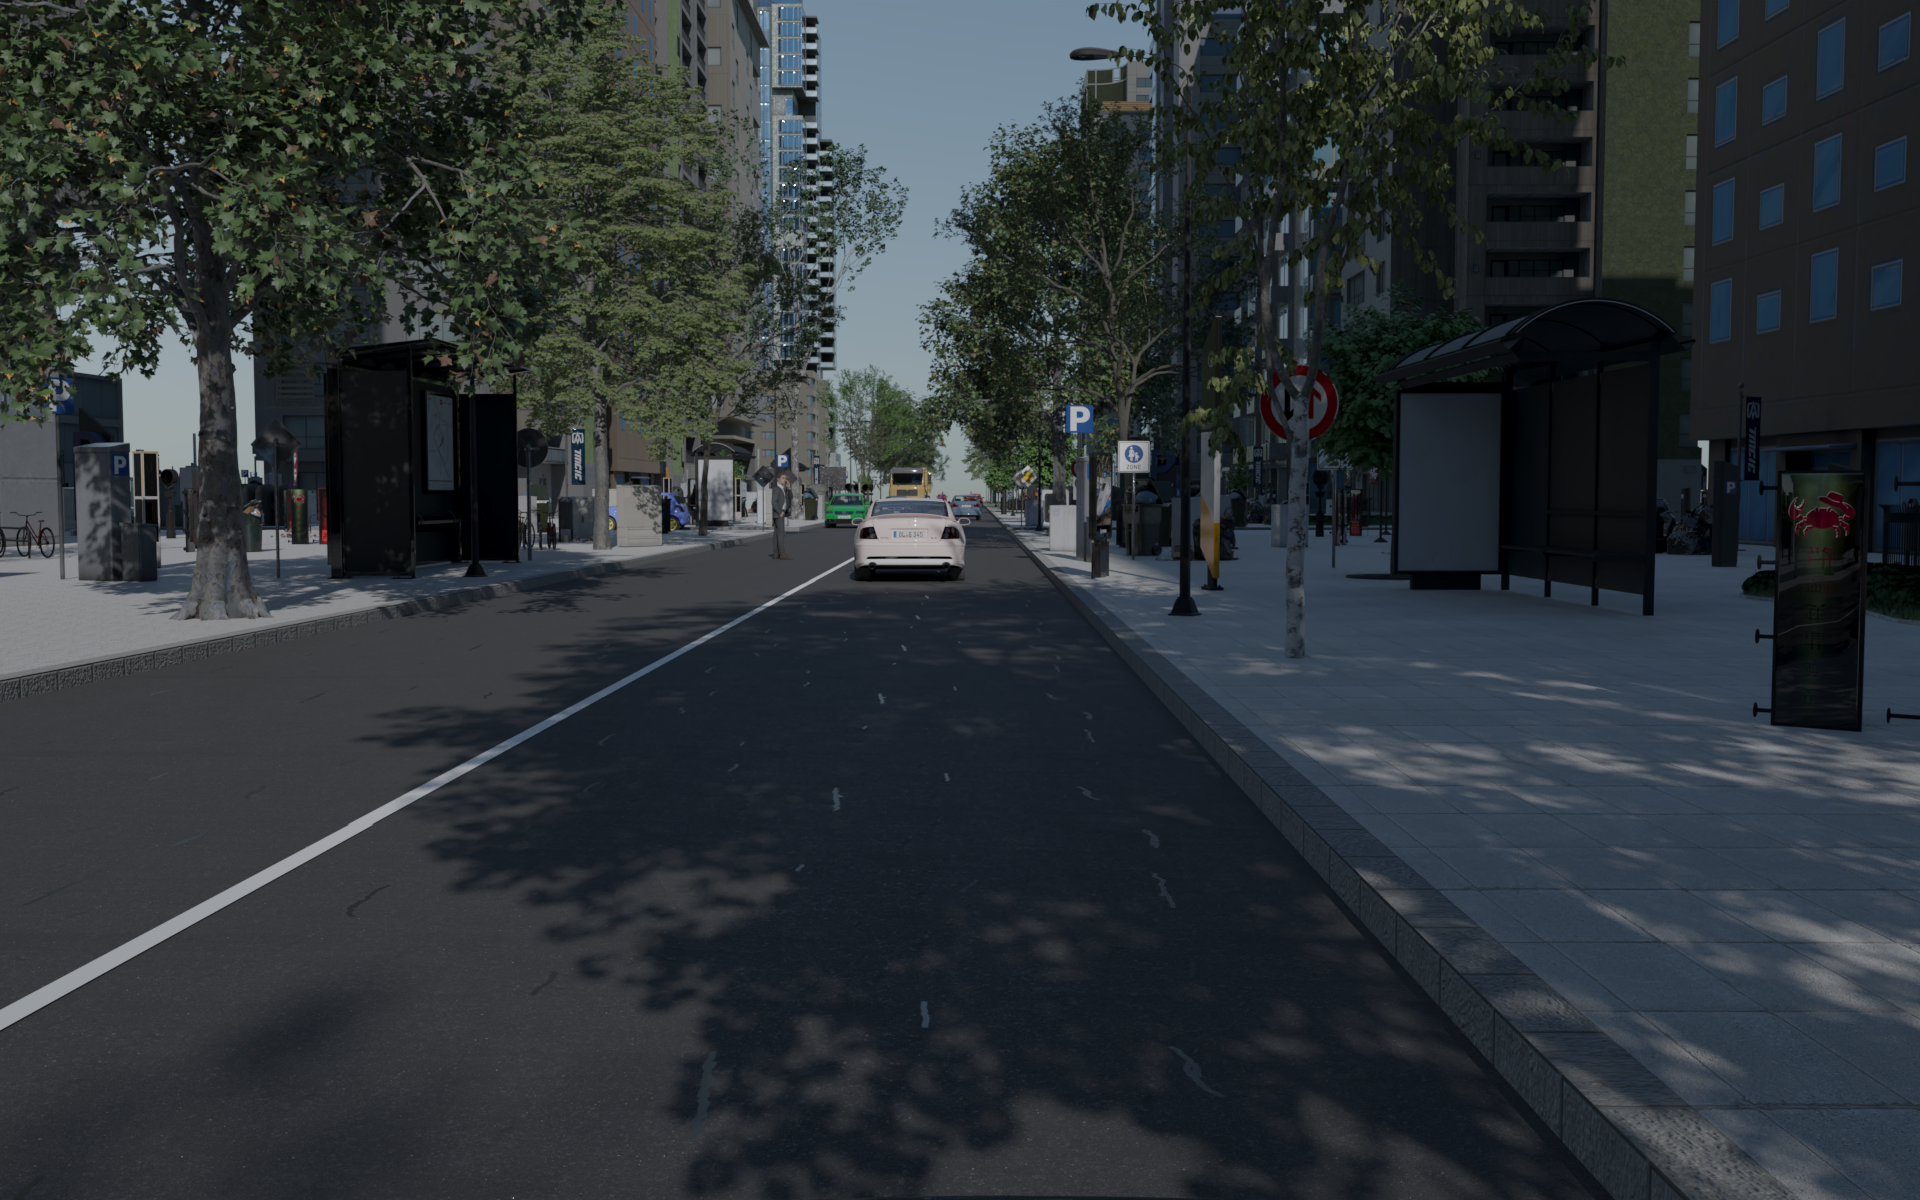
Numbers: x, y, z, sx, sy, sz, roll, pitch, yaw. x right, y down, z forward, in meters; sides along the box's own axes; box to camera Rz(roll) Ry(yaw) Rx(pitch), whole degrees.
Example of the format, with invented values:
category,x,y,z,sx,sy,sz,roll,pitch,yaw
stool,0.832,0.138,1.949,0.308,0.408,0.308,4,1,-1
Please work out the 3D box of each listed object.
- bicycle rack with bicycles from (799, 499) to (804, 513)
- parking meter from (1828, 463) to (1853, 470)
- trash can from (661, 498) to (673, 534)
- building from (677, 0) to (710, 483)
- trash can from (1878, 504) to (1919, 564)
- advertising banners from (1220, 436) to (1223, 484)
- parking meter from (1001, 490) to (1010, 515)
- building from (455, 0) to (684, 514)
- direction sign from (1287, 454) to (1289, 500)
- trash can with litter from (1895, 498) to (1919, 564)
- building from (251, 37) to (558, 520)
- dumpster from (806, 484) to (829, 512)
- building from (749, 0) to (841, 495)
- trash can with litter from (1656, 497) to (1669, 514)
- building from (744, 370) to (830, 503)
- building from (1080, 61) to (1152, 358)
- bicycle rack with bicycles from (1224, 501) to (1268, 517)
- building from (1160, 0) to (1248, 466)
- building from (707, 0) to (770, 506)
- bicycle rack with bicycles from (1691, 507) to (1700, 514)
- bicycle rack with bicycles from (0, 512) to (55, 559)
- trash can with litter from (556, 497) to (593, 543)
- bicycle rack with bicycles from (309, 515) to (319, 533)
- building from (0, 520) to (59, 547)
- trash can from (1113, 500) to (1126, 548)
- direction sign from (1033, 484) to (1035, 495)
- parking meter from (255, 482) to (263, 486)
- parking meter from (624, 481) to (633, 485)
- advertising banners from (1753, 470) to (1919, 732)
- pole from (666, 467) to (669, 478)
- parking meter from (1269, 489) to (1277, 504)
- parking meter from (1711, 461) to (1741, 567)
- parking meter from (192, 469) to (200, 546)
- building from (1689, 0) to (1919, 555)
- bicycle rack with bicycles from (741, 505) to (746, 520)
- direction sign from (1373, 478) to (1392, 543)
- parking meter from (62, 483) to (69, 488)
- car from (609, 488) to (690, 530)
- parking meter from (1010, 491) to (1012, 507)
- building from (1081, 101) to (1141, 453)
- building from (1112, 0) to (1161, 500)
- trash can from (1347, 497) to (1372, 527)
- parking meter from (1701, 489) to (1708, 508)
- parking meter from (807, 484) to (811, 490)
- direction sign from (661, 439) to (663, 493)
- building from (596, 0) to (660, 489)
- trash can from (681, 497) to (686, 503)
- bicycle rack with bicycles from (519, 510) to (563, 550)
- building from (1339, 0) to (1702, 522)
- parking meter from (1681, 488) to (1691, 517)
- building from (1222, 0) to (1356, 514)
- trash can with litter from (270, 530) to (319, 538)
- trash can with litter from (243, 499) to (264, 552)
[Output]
category,x,y,z,sx,sy,sz,roll,pitch,yaw
bicycle rack with bicycles,-11.198,-7.781,140.599,2.852,0.926,2.925,2,4,26
parking meter,16.536,-1.642,32.557,0.255,1.863,0.399,-2,4,-30
trash can,-9.671,-2.717,56.079,0.748,1.137,0.748,0,3,0
building,-30.919,-43.716,153.001,20.563,71.187,20.611,0,4,0
trash can,13.092,-0.751,23.940,0.748,1.137,0.748,0,3,0
advertising banners,6.606,-3.033,45.775,0.090,3.025,2.074,2,4,29
parking meter,2.747,-6.115,108.394,0.372,1.533,0.369,0,3,0
building,-29.584,-27.497,133.177,14.154,41.232,14.086,0,4,0
direction sign,18.525,-6.477,97.900,0.379,3.537,0.876,1,4,13
trash can with litter,15.892,-1.090,28.883,1.678,1.210,2.233,1,4,15
building,-26.974,-24.793,88.953,14.154,41.232,14.086,0,4,0
dumpster,-7.982,-5.562,96.692,1.264,1.857,1.865,0,4,0
building,-30.508,-59.447,284.636,22.319,86.520,31.000,0,4,0
trash can with litter,23.901,-2.904,58.871,0.624,1.170,1.055,0,4,4
building,-34.230,-25.173,256.620,27.650,21.520,28.899,0,4,0
building,28.828,-52.162,291.104,20.563,71.187,20.611,0,4,0
bicycle rack with bicycles,14.135,-4.356,84.608,2.925,0.926,2.852,3,5,40
building,28.876,-37.722,158.755,21.231,58.520,28.212,0,4,0
building,-35.082,-36.007,177.951,28.713,52.752,27.495,0,4,0
bicycle rack with bicycles,31.556,-3.495,70.518,2.852,0.926,2.925,-1,4,-21
bicycle rack with bicycles,-19.787,-1.297,34.586,2.925,0.926,2.852,3,5,43
trash can with litter,-10.305,-2.183,46.754,1.678,1.210,2.233,2,4,27
bicycle rack with bicycles,-19.874,-2.637,56.503,2.925,0.926,2.852,3,4,38
building,-35.391,-27.081,32.006,27.495,52.752,28.713,0,4,0
trash can,4.045,-1.827,41.522,0.748,1.137,0.748,0,3,0
direction sign,4.532,-6.979,106.105,0.876,3.537,0.379,-2,4,-33
parking meter,-34.327,-4.844,84.917,0.255,1.863,0.399,2,4,27
parking meter,-15.045,-4.455,78.555,0.399,1.863,0.255,0,4,3
advertising banners,5.258,-0.780,8.948,2.074,3.025,0.090,3,4,38
pole,-22.361,-8.472,132.353,0.158,3.312,0.155,0,3,0
parking meter,16.346,-5.017,90.440,0.372,1.533,0.369,0,3,0
parking meter,13.490,-1.516,30.493,0.399,1.863,0.255,-1,4,-12
parking meter,-17.798,-2.141,40.716,0.255,1.863,0.399,3,4,38
building,26.321,-23.717,37.885,14.600,45.320,14.200,0,4,0
bicycle rack with bicycles,-10.027,-4.335,84.267,2.852,0.926,2.925,0,4,5
direction sign,11.166,-3.295,45.870,0.876,3.537,0.379,-3,4,-38
parking meter,-45.657,-5.050,88.285,0.399,1.863,0.255,0,4,2
car,-12.107,-3.424,65.579,3.694,1.707,1.945,0,4,-1
parking meter,3.951,-7.927,138.009,0.372,1.533,0.369,0,3,0
building,29.187,-44.315,266.556,21.231,58.520,28.212,0,4,0
building,29.151,-53.533,187.928,22.319,86.520,31.000,0,4,0
trash can,15.735,-3.427,67.684,0.748,1.137,0.748,0,3,0
parking meter,38.865,-5.022,90.519,0.372,1.533,0.369,0,3,0
parking meter,-8.681,-5.812,100.745,0.399,1.863,0.255,3,4,38
direction sign,-12.072,-4.783,70.195,0.379,3.537,0.876,-1,4,-15
building,-27.610,-28.185,110.935,14.600,45.320,14.200,0,4,0
trash can,-13.590,-4.407,83.715,0.748,1.137,0.748,0,3,0
bicycle rack with bicycles,-10.539,-1.646,40.300,2.852,0.926,2.925,-1,4,-13
building,27.287,-19.217,85.908,14.107,30.474,14.160,0,4,0
parking meter,29.150,-3.739,69.544,0.372,1.533,0.369,0,3,0
building,31.875,-30.777,122.815,23.786,49.044,30.456,0,4,0
trash can with litter,-19.685,-2.484,51.672,1.678,1.210,2.233,-1,4,-21
trash can with litter,-15.923,-1.641,38.212,1.055,1.170,0.624,-1,4,-10
